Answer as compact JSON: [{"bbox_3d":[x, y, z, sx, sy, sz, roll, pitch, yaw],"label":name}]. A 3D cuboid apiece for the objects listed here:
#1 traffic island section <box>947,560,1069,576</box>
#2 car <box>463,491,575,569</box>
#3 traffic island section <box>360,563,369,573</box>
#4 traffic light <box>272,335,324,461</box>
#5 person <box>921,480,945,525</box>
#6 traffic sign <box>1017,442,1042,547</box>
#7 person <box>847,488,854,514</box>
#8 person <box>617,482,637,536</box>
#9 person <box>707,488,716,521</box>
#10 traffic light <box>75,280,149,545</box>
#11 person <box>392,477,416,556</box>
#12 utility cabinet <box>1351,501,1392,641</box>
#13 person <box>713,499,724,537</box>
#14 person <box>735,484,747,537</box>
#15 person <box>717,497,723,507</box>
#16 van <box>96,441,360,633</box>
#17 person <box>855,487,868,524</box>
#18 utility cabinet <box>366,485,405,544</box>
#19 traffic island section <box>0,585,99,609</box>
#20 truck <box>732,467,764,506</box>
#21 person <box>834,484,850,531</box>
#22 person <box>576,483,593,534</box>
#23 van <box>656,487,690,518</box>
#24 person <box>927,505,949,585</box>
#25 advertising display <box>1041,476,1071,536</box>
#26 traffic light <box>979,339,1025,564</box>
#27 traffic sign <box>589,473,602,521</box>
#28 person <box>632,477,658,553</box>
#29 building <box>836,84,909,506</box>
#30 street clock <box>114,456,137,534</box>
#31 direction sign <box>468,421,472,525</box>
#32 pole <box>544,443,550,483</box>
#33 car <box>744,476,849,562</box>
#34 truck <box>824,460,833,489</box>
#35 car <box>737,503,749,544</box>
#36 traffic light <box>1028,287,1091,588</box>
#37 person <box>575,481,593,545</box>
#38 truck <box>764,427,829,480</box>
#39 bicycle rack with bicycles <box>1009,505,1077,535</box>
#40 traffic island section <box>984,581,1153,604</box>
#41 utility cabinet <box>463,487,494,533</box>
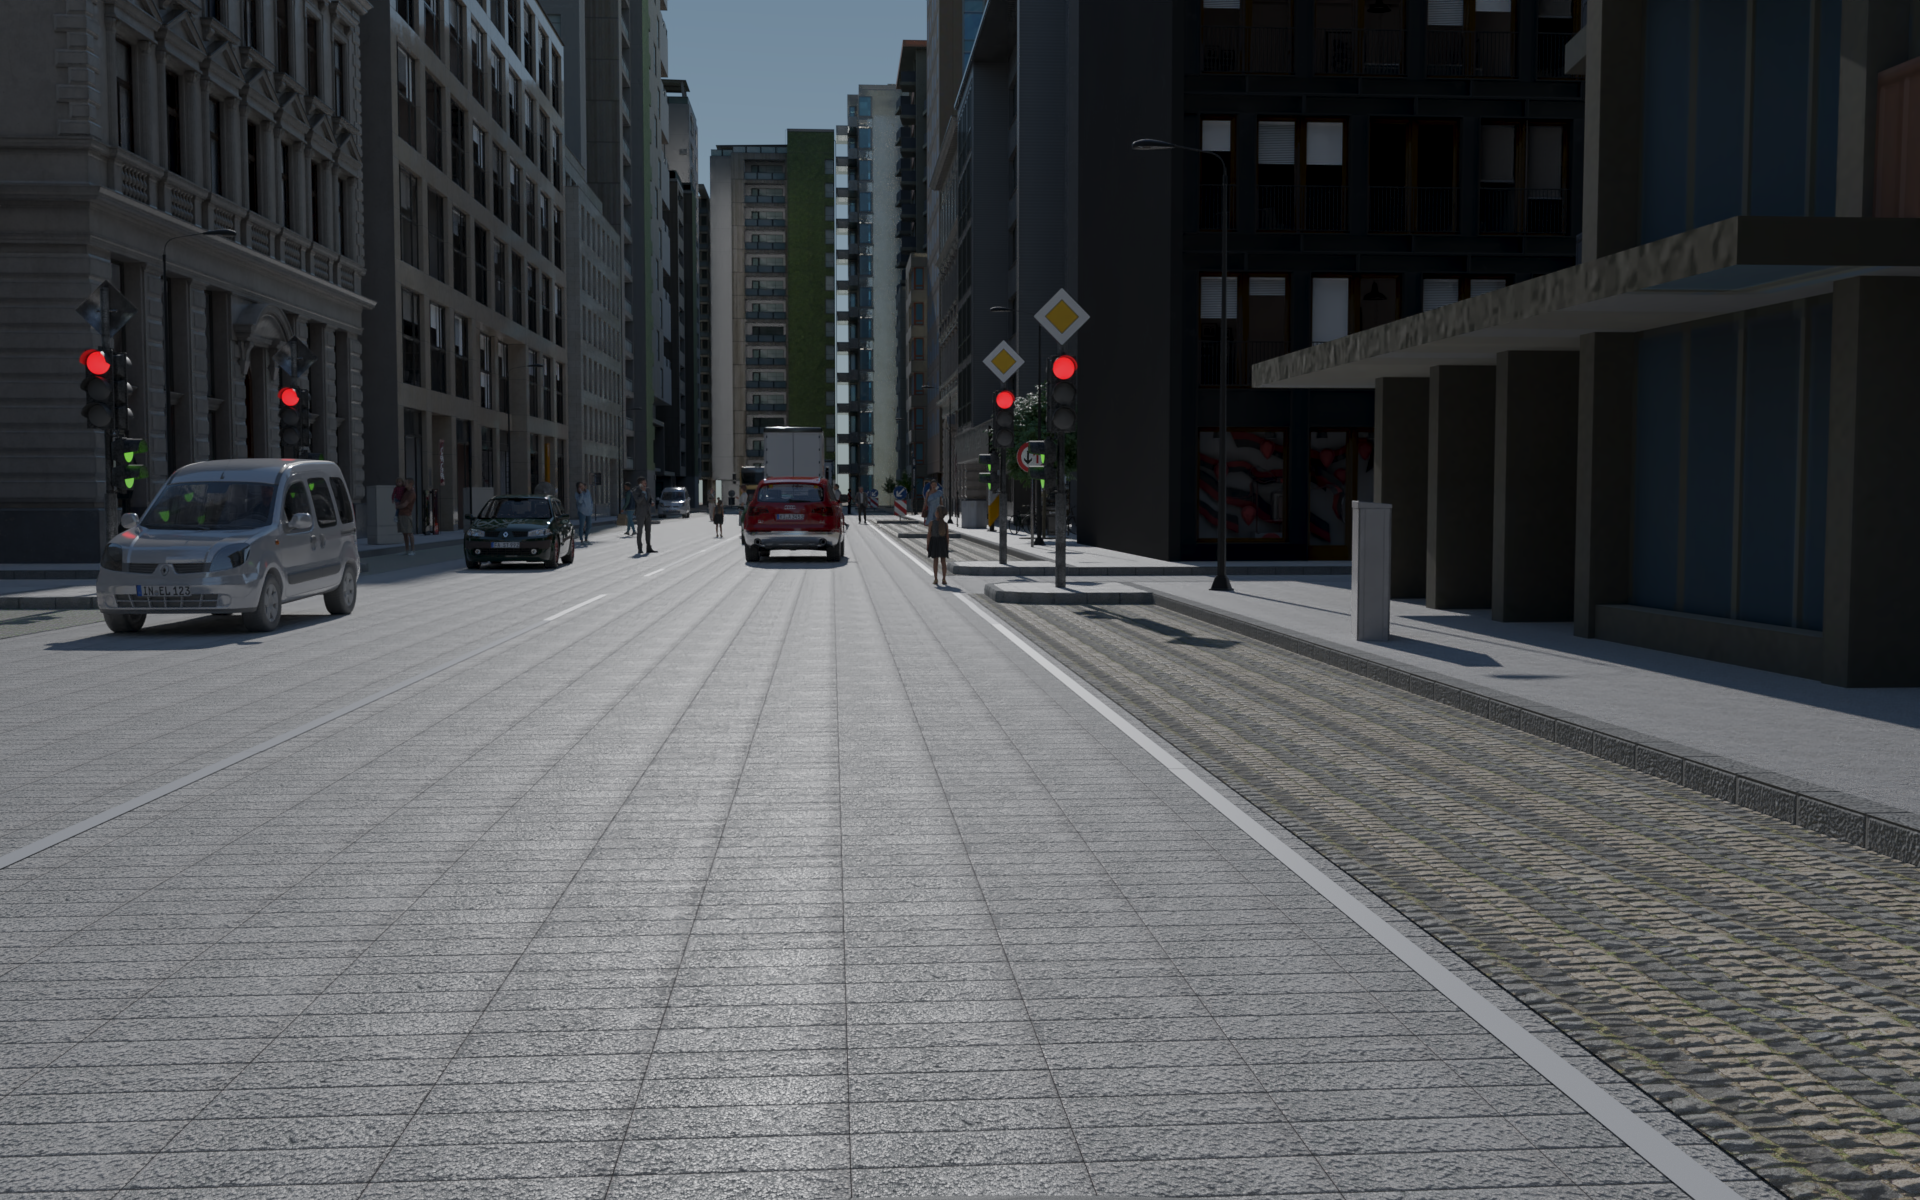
[{"bbox_3d":[0.813,-0.580,31.770,2.009,0.180,2.903,0,4,-4],"label":"traffic island section"},{"bbox_3d":[-8.724,-1.508,34.448,2.009,1.686,4.222,0,4,-6],"label":"car"},{"bbox_3d":[-11.795,-0.524,30.843,2.009,0.180,2.903,0,4,-4],"label":"traffic island section"},{"bbox_3d":[-11.754,-2.556,30.712,0.839,4.253,0.868,0,4,-4],"label":"traffic light"},{"bbox_3d":[-0.704,-2.252,45.412,0.616,1.811,0.778,1,4,11],"label":"person"},{"bbox_3d":[1.744,-2.543,41.684,0.768,2.556,0.104,0,4,-1],"label":"traffic sign"},{"bbox_3d":[-7.766,-6.956,122.194,0.705,1.831,1.348,-1,4,-23],"label":"person"},{"bbox_3d":[-11.277,-3.083,58.896,0.713,1.824,0.794,2,4,27],"label":"person"},{"bbox_3d":[-13.139,-5.066,91.877,0.362,1.759,0.519,3,4,36],"label":"person"},{"bbox_3d":[-11.163,-2.069,22.749,0.839,4.253,0.868,0,4,-4],"label":"traffic light"},{"bbox_3d":[-12.890,-1.942,40.220,0.580,1.828,0.573,0,4,0],"label":"person"},{"bbox_3d":[3.696,-0.269,15.556,0.306,1.237,1.020,1,4,10],"label":"utility cabinet"},{"bbox_3d":[-8.063,-2.730,57.813,0.362,1.253,0.373,0,4,-2],"label":"person"},{"bbox_3d":[-7.278,-2.968,57.601,0.524,1.755,0.480,1,4,9],"label":"person"},{"bbox_3d":[-14.644,-5.655,105.644,0.352,1.250,0.332,-2,4,-27],"label":"person"},{"bbox_3d":[-8.031,-0.749,19.253,2.013,2.044,4.112,0,4,-3],"label":"van"},{"bbox_3d":[-4.712,-4.551,83.302,0.661,1.777,0.834,-1,4,-19],"label":"person"},{"bbox_3d":[-14.627,-2.168,44.121,0.318,1.500,1.173,1,4,18],"label":"utility cabinet"},{"bbox_3d":[-11.204,-0.037,22.880,2.009,0.180,2.903,0,4,-4],"label":"traffic island section"},{"bbox_3d":[-14.407,-7.894,124.987,3.469,3.379,9.791,0,4,-3],"label":"truck"},{"bbox_3d":[-4.645,-3.592,67.075,0.795,1.843,0.661,0,4,6],"label":"person"},{"bbox_3d":[-13.493,-3.267,61.940,0.581,1.822,0.654,1,4,21],"label":"person"},{"bbox_3d":[-17.023,-5.878,103.118,2.013,2.044,4.112,0,4,-5],"label":"van"},{"bbox_3d":[-0.349,-0.872,27.432,0.362,1.253,0.373,0,4,-8],"label":"person"},{"bbox_3d":[2.915,-2.945,53.365,0.974,1.923,0.123,1,4,9],"label":"advertising display"},{"bbox_3d":[0.772,-2.614,31.653,0.839,4.253,0.868,0,4,-4],"label":"traffic light"},{"bbox_3d":[-17.432,-4.935,82.811,0.606,2.300,0.079,0,4,3],"label":"traffic sign"},{"bbox_3d":[-7.607,-2.061,42.007,0.447,1.846,0.655,2,4,35],"label":"person"},{"bbox_3d":[0.801,-35.674,202.881,30.456,49.044,23.786,0,4,-4],"label":"building"},{"bbox_3d":[-14.886,-1.608,30.853,0.471,2.002,0.358,2,4,29],"label":"street clock"},{"bbox_3d":[-15.279,-3.796,54.068,0.379,3.537,0.876,-1,4,-20],"label":"direction sign"},{"bbox_3d":[-16.629,-4.647,69.817,0.158,3.312,0.155,0,3,0],"label":"pole"},{"bbox_3d":[-3.598,-1.805,38.191,2.281,1.827,5.304,0,4,-2],"label":"car"},{"bbox_3d":[-12.071,-9.626,146.293,2.839,4.237,11.283,0,4,-5],"label":"truck"},{"bbox_3d":[-5.527,-2.408,51.164,2.131,1.459,4.920,0,4,-6],"label":"car"},{"bbox_3d":[1.363,-2.127,23.690,0.839,4.253,0.868,0,4,-4],"label":"traffic light"},{"bbox_3d":[-10.506,-2.424,48.394,0.793,1.790,0.793,0,4,3],"label":"person"},{"bbox_3d":[-7.384,-5.472,78.378,2.839,4.237,11.283,0,4,-4],"label":"truck"},{"bbox_3d":[2.815,-2.555,55.157,2.925,0.926,2.852,-2,4,-30],"label":"bicycle rack with bicycles"},{"bbox_3d":[1.403,-0.093,23.807,2.009,0.180,2.903,0,4,-4],"label":"traffic island section"},{"bbox_3d":[-15.820,-2.948,56.884,0.318,1.500,1.173,2,4,24],"label":"utility cabinet"}]
